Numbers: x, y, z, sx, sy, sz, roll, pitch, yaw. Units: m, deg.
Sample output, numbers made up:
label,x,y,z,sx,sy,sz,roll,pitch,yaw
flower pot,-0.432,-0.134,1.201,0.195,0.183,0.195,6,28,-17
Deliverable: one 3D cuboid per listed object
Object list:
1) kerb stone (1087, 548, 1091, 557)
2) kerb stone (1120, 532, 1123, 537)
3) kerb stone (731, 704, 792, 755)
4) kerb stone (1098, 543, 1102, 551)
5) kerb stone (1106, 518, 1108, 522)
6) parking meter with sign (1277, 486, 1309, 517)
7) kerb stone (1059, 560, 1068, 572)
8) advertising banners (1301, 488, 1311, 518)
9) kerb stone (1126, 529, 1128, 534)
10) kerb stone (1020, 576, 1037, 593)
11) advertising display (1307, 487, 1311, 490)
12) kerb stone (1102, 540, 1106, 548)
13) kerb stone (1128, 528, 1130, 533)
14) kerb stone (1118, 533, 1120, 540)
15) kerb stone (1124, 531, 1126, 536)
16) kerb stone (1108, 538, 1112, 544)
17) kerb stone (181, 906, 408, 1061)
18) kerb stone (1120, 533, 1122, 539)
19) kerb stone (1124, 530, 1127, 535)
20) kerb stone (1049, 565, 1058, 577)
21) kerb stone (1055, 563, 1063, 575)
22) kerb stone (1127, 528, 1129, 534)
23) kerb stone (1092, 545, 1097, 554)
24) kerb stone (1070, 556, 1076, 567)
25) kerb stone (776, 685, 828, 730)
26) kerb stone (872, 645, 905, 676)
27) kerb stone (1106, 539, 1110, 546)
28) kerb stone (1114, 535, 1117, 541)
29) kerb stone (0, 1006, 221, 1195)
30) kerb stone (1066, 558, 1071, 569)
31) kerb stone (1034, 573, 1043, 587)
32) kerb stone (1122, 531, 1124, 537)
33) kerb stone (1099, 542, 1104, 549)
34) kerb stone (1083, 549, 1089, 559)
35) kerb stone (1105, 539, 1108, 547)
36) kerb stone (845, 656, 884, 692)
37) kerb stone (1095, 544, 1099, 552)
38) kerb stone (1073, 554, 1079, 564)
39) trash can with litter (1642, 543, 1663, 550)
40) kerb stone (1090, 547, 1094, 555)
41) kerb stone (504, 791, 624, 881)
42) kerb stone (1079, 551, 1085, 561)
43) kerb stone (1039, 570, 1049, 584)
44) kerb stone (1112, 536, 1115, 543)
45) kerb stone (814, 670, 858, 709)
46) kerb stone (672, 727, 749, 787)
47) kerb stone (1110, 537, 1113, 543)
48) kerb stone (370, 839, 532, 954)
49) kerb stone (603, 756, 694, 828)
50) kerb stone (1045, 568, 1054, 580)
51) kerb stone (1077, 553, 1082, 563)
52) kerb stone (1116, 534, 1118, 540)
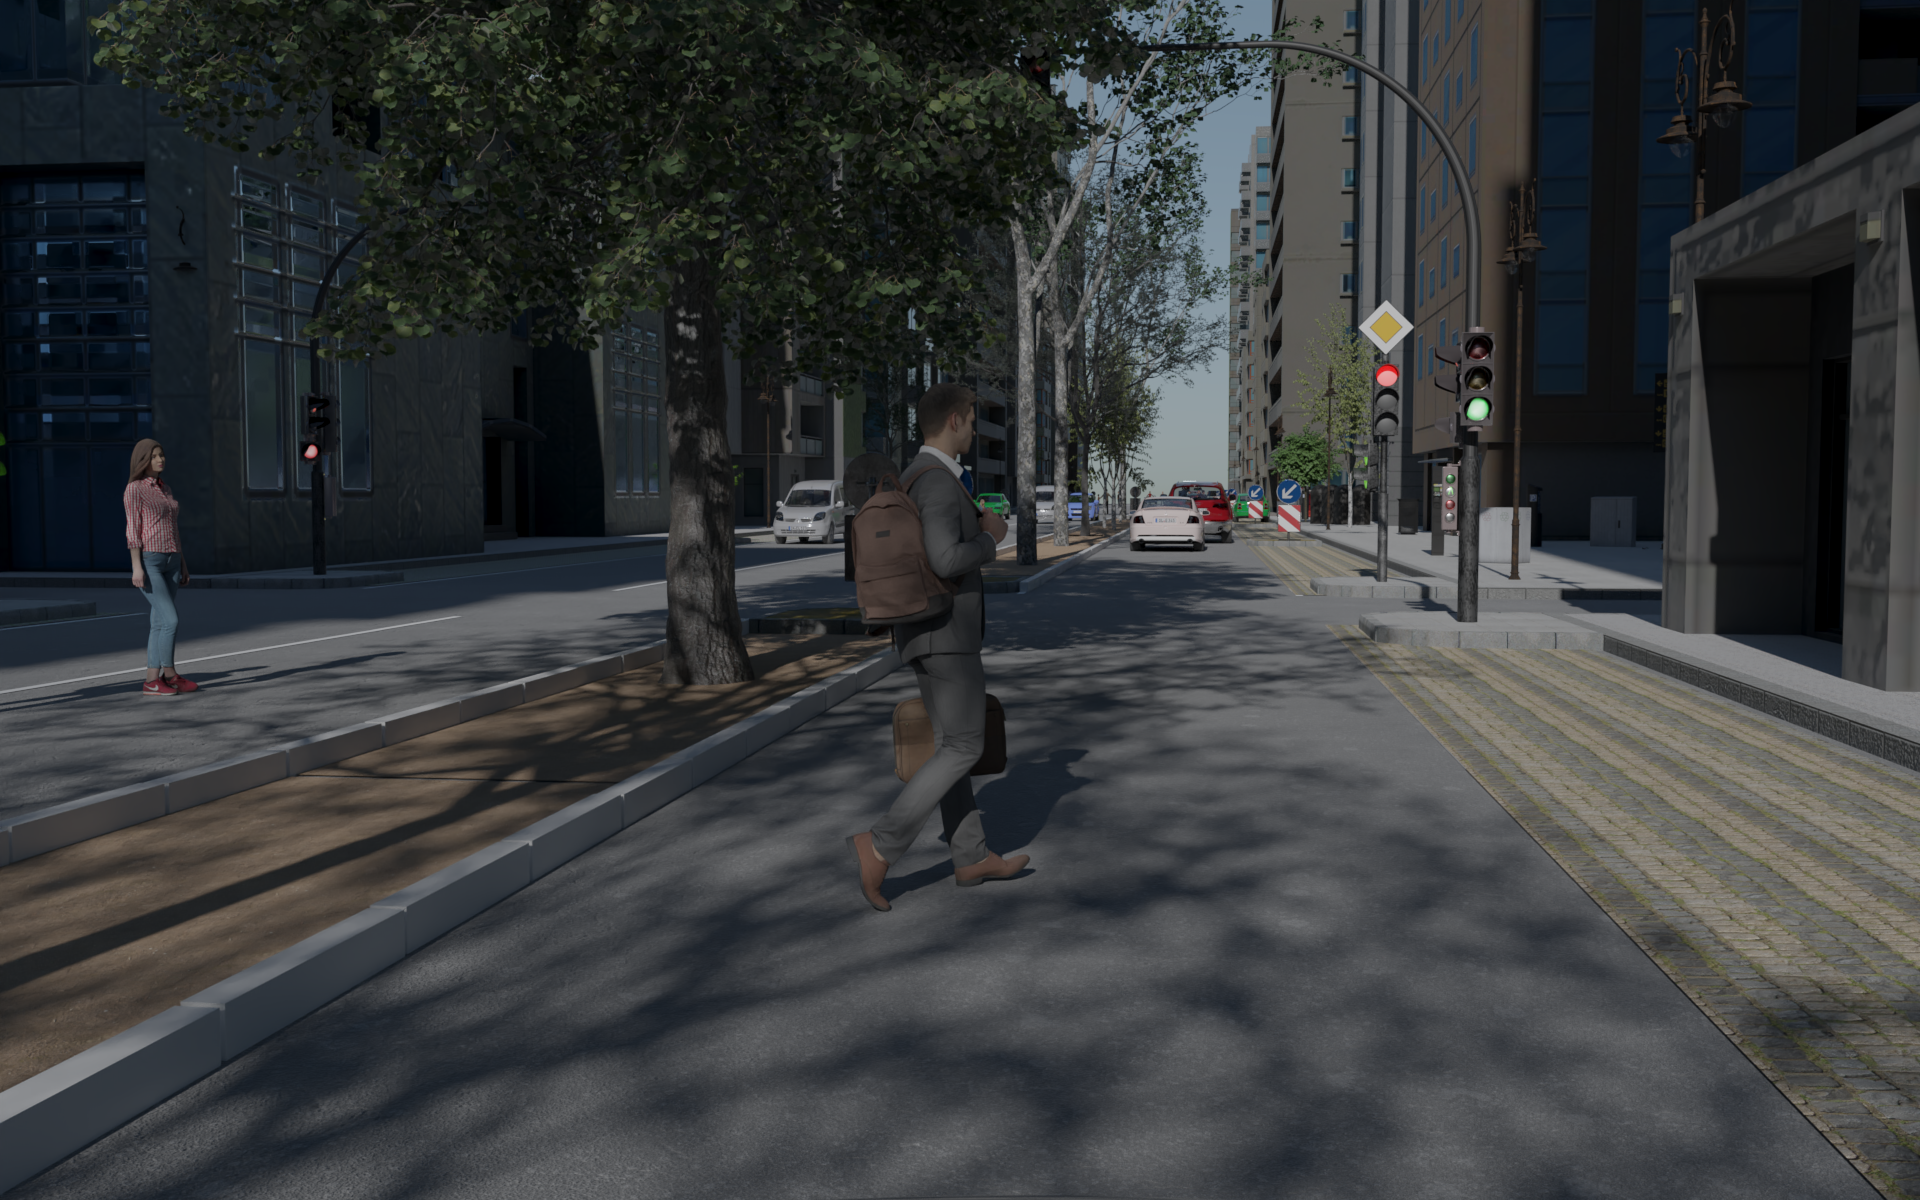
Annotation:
label,x,y,z,sx,sy,sz,roll,pitch,yaw
kerb stone,2.806,-1.023,38.915,0.120,0.150,1.000,0,4,8
kerb stone,5.031,-2.017,55.173,0.120,0.150,1.000,0,4,8
kerb stone,-1.155,0.751,9.954,0.120,0.150,1.000,0,4,8
kerb stone,3.363,-1.271,42.979,0.120,0.150,1.000,0,4,8
kerb stone,7.114,-3.894,85.928,0.120,0.150,1.000,0,4,8
parking meter with sign,18.571,-6.136,96.582,1.738,3.016,0.543,1,4,10
kerb stone,1.832,-0.587,31.786,0.120,0.150,1.000,0,4,8
advertising banners,19.220,-6.022,94.653,2.074,3.025,0.090,3,5,42
kerb stone,5.589,-2.266,59.238,0.120,0.150,1.000,0,4,8
kerb stone,0.996,-0.213,25.693,0.120,0.150,1.000,0,4,8
advertising display,19.973,-5.760,99.390,0.123,1.923,0.974,0,4,1
kerb stone,3.643,-1.395,45.007,0.120,0.150,1.000,0,4,8
kerb stone,5.858,-2.390,61.268,0.120,0.150,1.000,0,4,8
kerb stone,4.751,-1.892,53.137,0.120,0.150,1.000,0,4,8
kerb stone,5.305,-2.134,57.214,0.120,0.150,1.000,0,4,8
kerb stone,4.060,-1.582,48.063,0.120,0.150,1.000,0,4,8
kerb stone,-1.846,1.062,4.875,0.120,0.150,1.000,0,4,8
kerb stone,4.893,-1.955,54.159,0.120,0.150,1.000,0,4,8
kerb stone,5.453,-2.195,58.225,0.120,0.150,1.000,0,4,8
kerb stone,1.546,-0.462,29.754,0.120,0.150,1.000,0,4,8
kerb stone,1.694,-0.524,30.768,0.120,0.150,1.000,0,4,8
kerb stone,5.722,-2.328,60.255,0.120,0.150,1.000,0,4,8
kerb stone,3.087,-1.147,40.954,0.120,0.150,1.000,0,4,8
kerb stone,2.114,-0.711,33.812,0.120,0.150,1.000,0,4,8
kerb stone,-1.020,0.687,10.970,0.120,0.150,1.000,0,4,8
kerb stone,-0.603,0.500,14.014,0.120,0.150,1.000,0,4,8
kerb stone,3.914,-1.518,47.037,0.120,0.150,1.000,0,4,8
kerb stone,4.475,-1.768,51.103,0.120,0.150,1.000,0,4,8
kerb stone,-1.980,1.125,3.852,0.120,0.150,1.000,0,4,8
kerb stone,1.967,-0.648,32.801,0.120,0.150,1.000,0,4,8
kerb stone,1.136,-0.272,26.705,0.120,0.150,1.000,0,4,8
kerb stone,5.171,-2.079,56.188,0.120,0.150,1.000,0,4,8
kerb stone,3.500,-1.333,43.994,0.120,0.150,1.000,0,4,8
kerb stone,2.667,-0.960,37.897,0.120,0.150,1.000,0,4,8
kerb stone,3.772,-1.457,46.025,0.120,0.150,1.000,0,4,8
kerb stone,-0.737,0.564,12.998,0.120,0.150,1.000,0,4,8
kerb stone,3.225,-1.209,41.966,0.120,0.150,1.000,0,4,8
kerb stone,2.246,-0.772,34.831,0.120,0.150,1.000,0,4,8
trash can with litter,16.749,-1.741,39.527,1.678,1.210,2.233,-3,5,-40
kerb stone,2.938,-1.085,39.929,0.120,0.150,1.000,0,4,8
kerb stone,-1.574,0.935,6.913,0.120,0.150,1.000,0,4,8
kerb stone,2.523,-0.895,36.869,0.120,0.150,1.000,0,4,8
kerb stone,1.281,-0.338,27.717,0.120,0.150,1.000,0,4,8
kerb stone,4.334,-1.706,50.090,0.120,0.150,1.000,0,4,8
kerb stone,-0.878,0.625,11.983,0.120,0.150,1.000,0,4,8
kerb stone,-1.292,0.811,8.938,0.120,0.150,1.000,0,4,8
kerb stone,4.191,-1.644,49.077,0.120,0.150,1.000,0,4,8
kerb stone,-1.712,0.997,5.890,0.120,0.150,1.000,0,4,8
kerb stone,-1.432,0.877,7.925,0.120,0.150,1.000,0,4,8
kerb stone,1.414,-0.400,28.738,0.120,0.150,1.000,0,4,8
kerb stone,2.386,-0.835,35.852,0.120,0.150,1.000,0,4,8
kerb stone,4.608,-1.826,52.118,0.120,0.150,1.000,0,4,8
